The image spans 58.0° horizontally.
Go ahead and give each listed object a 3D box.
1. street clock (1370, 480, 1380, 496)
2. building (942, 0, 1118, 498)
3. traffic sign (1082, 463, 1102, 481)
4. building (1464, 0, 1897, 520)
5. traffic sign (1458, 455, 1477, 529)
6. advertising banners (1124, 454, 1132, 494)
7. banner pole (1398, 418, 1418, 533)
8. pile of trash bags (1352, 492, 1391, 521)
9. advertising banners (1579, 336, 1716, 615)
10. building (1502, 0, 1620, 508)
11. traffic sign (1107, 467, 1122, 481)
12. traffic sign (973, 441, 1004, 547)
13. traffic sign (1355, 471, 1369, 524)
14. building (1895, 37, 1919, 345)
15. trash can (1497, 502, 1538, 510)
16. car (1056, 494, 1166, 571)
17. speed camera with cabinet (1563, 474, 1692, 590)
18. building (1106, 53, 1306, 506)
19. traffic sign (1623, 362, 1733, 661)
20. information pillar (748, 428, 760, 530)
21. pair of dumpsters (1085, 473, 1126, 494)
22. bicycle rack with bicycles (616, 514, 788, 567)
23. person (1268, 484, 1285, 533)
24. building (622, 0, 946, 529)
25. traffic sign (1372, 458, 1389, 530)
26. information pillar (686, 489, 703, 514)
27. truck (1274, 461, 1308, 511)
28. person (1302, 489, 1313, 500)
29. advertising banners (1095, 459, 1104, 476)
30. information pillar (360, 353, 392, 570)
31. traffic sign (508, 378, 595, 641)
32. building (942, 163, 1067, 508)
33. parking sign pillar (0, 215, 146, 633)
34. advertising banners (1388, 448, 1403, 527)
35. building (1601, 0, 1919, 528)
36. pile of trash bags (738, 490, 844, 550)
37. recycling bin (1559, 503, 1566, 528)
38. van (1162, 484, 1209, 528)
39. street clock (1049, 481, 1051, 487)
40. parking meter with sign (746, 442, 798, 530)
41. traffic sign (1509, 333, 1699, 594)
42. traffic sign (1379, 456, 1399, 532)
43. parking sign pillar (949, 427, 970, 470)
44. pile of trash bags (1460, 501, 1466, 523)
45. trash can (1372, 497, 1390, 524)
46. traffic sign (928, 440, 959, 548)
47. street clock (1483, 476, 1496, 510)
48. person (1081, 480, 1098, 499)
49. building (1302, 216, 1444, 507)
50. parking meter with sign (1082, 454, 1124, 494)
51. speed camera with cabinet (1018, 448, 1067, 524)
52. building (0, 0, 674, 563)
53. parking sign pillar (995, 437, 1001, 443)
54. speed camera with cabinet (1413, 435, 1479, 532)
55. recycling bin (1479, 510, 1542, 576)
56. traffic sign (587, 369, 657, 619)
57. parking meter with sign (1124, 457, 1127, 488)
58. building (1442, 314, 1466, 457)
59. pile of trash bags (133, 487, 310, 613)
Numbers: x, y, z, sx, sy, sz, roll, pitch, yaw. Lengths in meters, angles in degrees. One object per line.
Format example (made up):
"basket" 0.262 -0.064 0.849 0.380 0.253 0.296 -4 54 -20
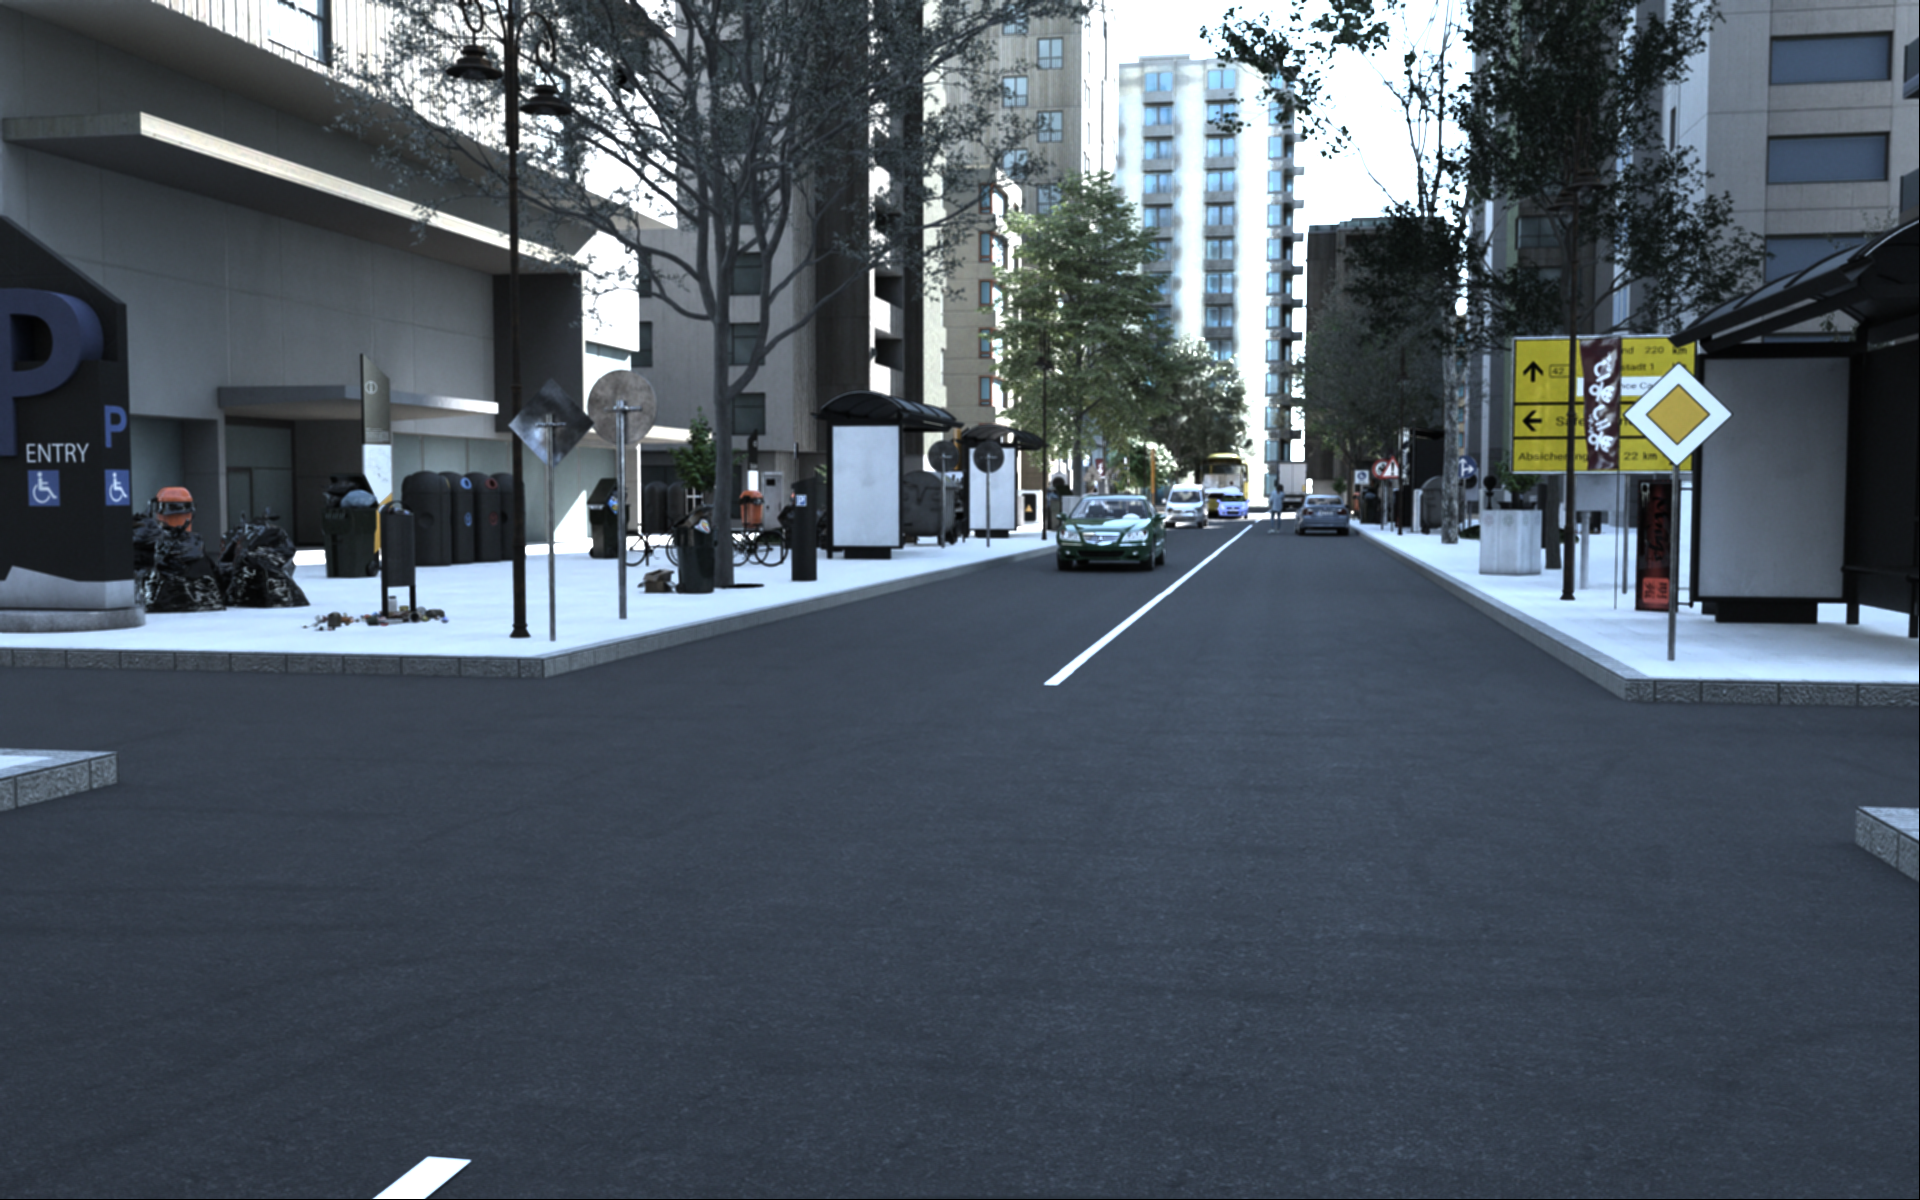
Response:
"street clock" 20.706 -5.007 86.439 0.358 2.002 0.471 -1 4 -23
"building" -1.054 -34.021 145.486 27.495 52.752 28.713 1 4 11
"traffic sign" 5.547 -4.450 72.760 0.884 2.594 0.081 1 4 19
"building" 43.779 -34.820 111.304 21.231 58.520 28.212 1 4 11
"traffic sign" 16.664 -3.494 57.234 0.768 2.556 0.104 1 4 18
"advertising banners" 7.145 -4.765 74.094 0.090 3.025 2.074 1 4 10
"banner pole" 14.813 -4.116 57.308 0.863 3.779 0.401 -2 4 -27
"pile of trash bags" 19.949 -4.486 83.098 1.912 1.369 3.447 -2 4 -23
"advertising banners" 7.626 -1.384 18.809 0.090 3.025 2.074 -3 4 -38
"building" 35.955 -19.563 91.556 14.160 30.474 14.107 1 4 11
"traffic sign" 7.189 -4.948 81.009 0.768 2.556 0.104 1 4 17
"traffic sign" 0.678 -2.538 41.603 0.768 2.556 0.104 1 4 16
"traffic sign" 17.169 -4.398 74.043 0.606 2.300 0.079 1 4 15
"building" 23.877 -22.903 24.571 14.200 45.320 14.600 1 4 11
"trash can" 10.424 -1.270 32.412 0.748 1.137 0.748 0 3 0
"car" 3.027 -1.361 34.056 2.131 1.459 4.920 1 4 11
"speed camera with cabinet" 9.251 -1.774 23.337 2.038 3.252 0.660 0 4 5
"building" 22.491 -34.970 191.359 30.456 49.044 23.786 1 4 11
"traffic sign" 5.481 -0.590 13.290 0.795 2.450 0.064 1 4 11
"information pillar" -7.353 -4.293 61.551 0.183 3.616 0.504 2 4 31
"pair of dumpsters" 6.568 -4.647 78.469 1.574 2.255 4.437 1 4 11
"bicycle rack with bicycles" -4.342 -1.091 31.218 2.925 0.926 2.852 2 4 25
"person" 11.700 -3.382 64.054 0.793 1.790 0.793 -3 5 -41
"building" -8.778 -18.202 69.312 14.160 30.474 14.107 1 4 11
"traffic sign" 15.088 -3.775 61.827 0.768 2.556 0.104 1 4 12
"information pillar" -6.808 -2.442 44.422 0.304 2.012 0.304 3 5 39
"truck" 28.879 -9.911 150.960 2.839 4.237 11.283 1 4 10
"person" 27.727 -7.882 137.377 1.348 1.824 0.705 2 4 30
"advertising banners" 7.527 -5.435 85.046 2.074 3.025 0.090 3 4 36
"information pillar" -9.790 -2.305 29.040 0.183 3.616 0.504 3 5 45
"traffic sign" -3.547 -0.697 15.031 0.795 2.450 0.064 1 4 11
"building" -8.985 -16.047 107.416 27.650 21.520 28.899 1 4 11
"parking sign pillar" -8.643 -1.718 16.565 1.447 3.967 1.447 1 4 12
"advertising banners" 17.022 -4.343 67.197 0.090 3.025 2.074 3 4 38
"building" 35.934 -31.931 64.078 21.231 58.520 28.212 1 4 11
"pile of trash bags" -3.799 -1.924 41.213 3.447 1.369 1.912 2 4 27
"recycling bin" 17.478 -2.343 50.863 0.722 1.027 0.722 0 4 -7
"van" 9.753 -4.130 74.535 2.013 2.044 4.112 1 4 12
"street clock" 4.619 -4.918 84.985 0.471 2.002 0.358 1 4 21
"parking meter with sign" -6.321 -3.793 58.274 1.738 3.016 0.543 -1 4 -9
"traffic sign" 8.231 -1.734 22.227 2.265 3.308 0.079 1 4 12
"traffic sign" 14.561 -3.566 58.316 0.884 2.594 0.081 1 4 20
"parking sign pillar" -0.210 -4.981 69.908 1.447 3.967 1.447 1 4 13
"pile of trash bags" 21.768 -4.155 77.692 1.912 1.369 3.447 0 4 -3
"trash can" 17.913 -3.796 73.710 0.748 1.137 0.748 0 3 0
"traffic sign" -0.401 -2.506 41.080 0.768 2.556 0.104 1 4 12
"street clock" 21.106 -3.942 69.029 0.471 2.002 0.358 -2 4 -24
"person" 3.046 -1.778 38.240 0.731 1.740 0.598 -1 4 -16
"building" 43.462 -25.154 182.974 14.107 30.474 14.160 1 4 11
"parking meter with sign" 6.143 -4.817 75.018 1.738 3.016 0.543 -2 4 -34
"speed camera with cabinet" 3.495 -4.825 73.220 2.038 3.252 0.660 0 4 7
"building" -23.034 -27.507 38.984 28.713 52.752 27.495 1 4 11
"parking sign pillar" 1.050 -5.090 71.686 1.447 3.967 1.447 -2 4 -30
"speed camera with cabinet" 16.278 -3.893 57.991 2.038 3.252 0.660 0 4 4
"recycling bin" 8.797 -0.925 27.676 0.722 1.027 0.722 -3 5 -42
"traffic sign" -3.467 -1.078 17.736 0.768 2.556 0.104 1 4 12
"parking meter with sign" 7.003 -5.265 82.348 1.738 3.016 0.543 1 4 15
"building" 65.665 -20.785 184.874 28.899 21.520 27.650 1 4 11
"pile of trash bags" -8.999 -0.650 20.387 1.912 1.369 3.447 -2 4 -35
